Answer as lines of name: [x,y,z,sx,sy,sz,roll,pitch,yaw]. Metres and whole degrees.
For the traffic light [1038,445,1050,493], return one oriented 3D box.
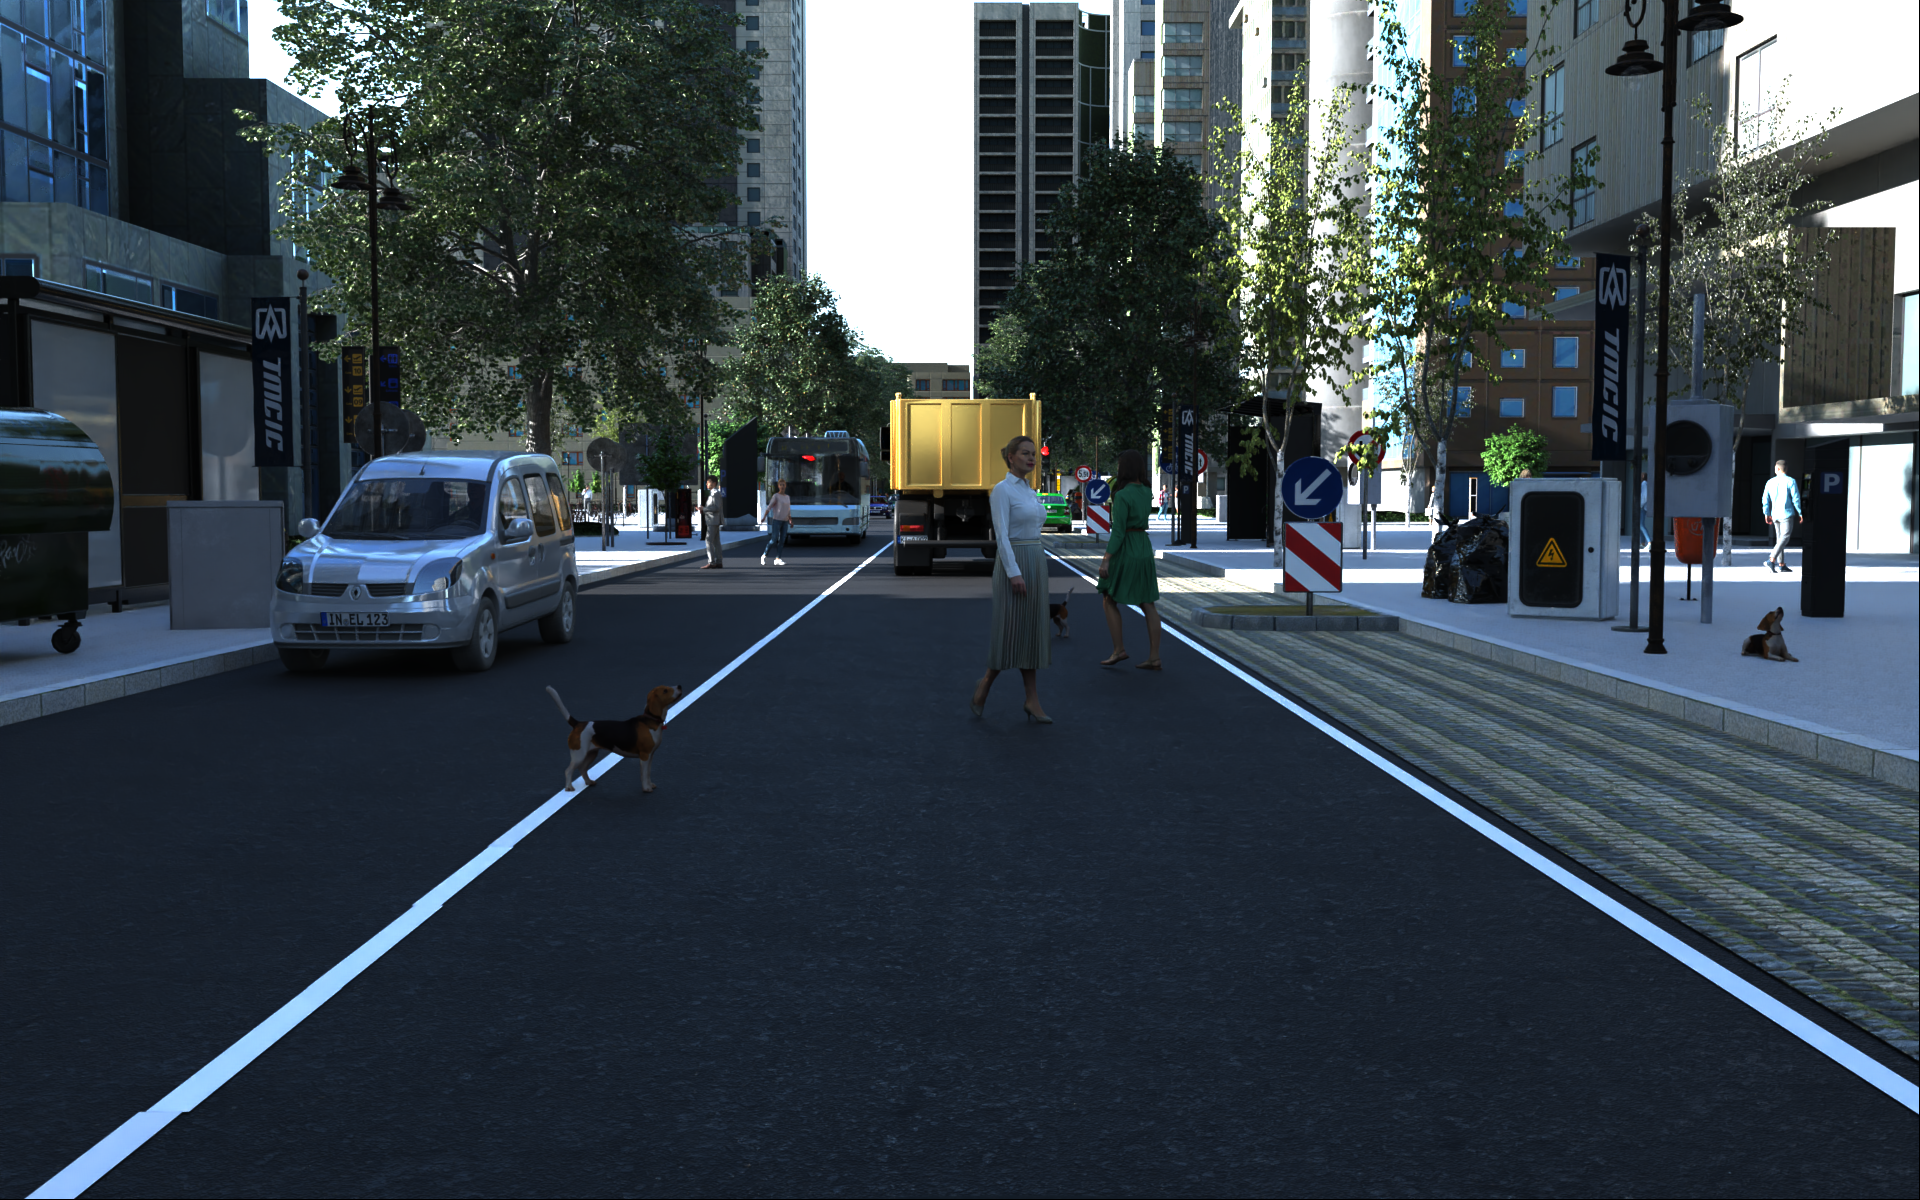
traffic light: [3.361,-4.881,68.725,0.839,4.253,0.868,0,4,0]

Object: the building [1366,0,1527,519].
building: [30.688,-27.141,93.859,14.200,45.320,14.600,0,4,0]

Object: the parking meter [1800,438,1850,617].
parking meter: [9.009,-0.756,18.071,0.399,1.863,0.255,0,4,4]

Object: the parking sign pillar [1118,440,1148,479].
parking sign pillar: [7.724,-5.444,77.483,1.447,3.967,1.447,-2,4,-24]

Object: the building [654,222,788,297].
building: [-26.315,-25.477,188.253,14.160,30.474,14.107,0,4,0]

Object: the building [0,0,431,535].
building: [-33.751,-44.868,46.267,31.000,86.520,22.319,0,4,0]

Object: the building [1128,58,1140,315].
building: [22.901,-29.534,166.475,14.154,41.232,14.086,0,4,0]

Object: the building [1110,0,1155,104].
building: [26.666,-39.459,187.145,21.231,58.520,28.212,0,4,0]

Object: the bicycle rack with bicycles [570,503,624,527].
bicycle rack with bicycles: [-14.592,-3.322,67.704,2.852,0.926,2.925,1,4,23]

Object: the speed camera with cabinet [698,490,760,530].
speed camera with cabinet: [-8.410,-4.171,62.537,2.038,3.252,0.660,1,4,11]

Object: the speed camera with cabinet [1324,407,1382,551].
speed camera with cabinet: [9.071,-2.798,40.086,0.660,3.252,2.038,-1,4,-11]

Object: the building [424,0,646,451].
building: [-49.717,-46.901,205.091,20.611,71.187,20.563,0,4,0]

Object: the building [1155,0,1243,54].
building: [22.713,-28.041,142.058,14.154,41.232,14.086,0,4,0]

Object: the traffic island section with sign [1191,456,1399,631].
traffic island section with sign: [3.580,-0.630,18.925,1.989,1.847,2.006,0,4,0]

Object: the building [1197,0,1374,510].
building: [31.913,-25.887,115.132,32.217,40.220,23.993,0,4,0]

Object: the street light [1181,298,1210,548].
street light: [5.523,-4.157,40.759,0.468,5.910,1.993,0,4,0]

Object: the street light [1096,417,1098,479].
street light: [5.364,-5.806,67.721,0.468,5.910,1.993,0,4,0]

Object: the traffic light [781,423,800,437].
traffic light: [-6.700,-4.878,68.674,0.839,4.253,0.868,0,4,0]

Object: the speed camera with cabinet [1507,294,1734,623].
speed camera with cabinet: [6.644,-1.415,17.477,2.038,3.252,0.660,3,4,37]

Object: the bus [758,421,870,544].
bus: [-4.141,-3.520,52.410,2.948,3.499,13.247,0,4,-2]

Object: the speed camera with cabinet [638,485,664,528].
speed camera with cabinet: [-11.842,-4.411,66.464,0.660,3.252,2.038,0,4,3]

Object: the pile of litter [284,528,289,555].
pile of litter: [-10.325,-0.699,25.390,1.176,0.858,1.719,0,4,8]

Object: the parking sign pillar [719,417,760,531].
parking sign pillar: [-7.667,-4.376,60.023,1.447,3.967,1.447,-3,5,-42]

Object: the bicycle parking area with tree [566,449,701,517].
bicycle parking area with tree: [-19.720,-7.497,109.571,9.016,4.147,8.231,-3,5,-45]

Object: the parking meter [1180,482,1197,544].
parking meter: [5.928,-2.397,44.898,0.255,1.863,0.399,-3,5,-41]

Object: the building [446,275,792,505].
building: [-31.287,-19.651,166.327,27.650,21.520,28.899,0,4,0]

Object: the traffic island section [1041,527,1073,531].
traffic island section: [3.401,-2.848,68.839,2.009,0.180,2.903,0,4,0]

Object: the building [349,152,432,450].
building: [-67.682,-32.143,209.126,14.086,41.232,14.154,0,4,0]

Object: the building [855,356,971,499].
building: [-12.996,-25.363,259.729,28.899,21.520,27.650,0,4,0]

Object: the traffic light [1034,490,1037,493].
traffic light: [3.333,-5.369,76.710,0.839,4.253,0.868,0,4,0]

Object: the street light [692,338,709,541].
street light: [-7.097,-4.581,47.682,0.468,5.910,1.993,0,4,0]

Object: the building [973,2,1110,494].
building: [12.219,-49.998,255.725,20.611,71.187,20.563,0,4,0]

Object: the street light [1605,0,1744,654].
street light: [5.612,-2.508,13.797,0.468,5.910,1.993,0,4,0]

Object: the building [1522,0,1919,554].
building: [30.942,-27.567,39.967,28.713,52.752,27.495,0,4,0]

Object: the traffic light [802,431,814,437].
traffic light: [-6.728,-5.366,76.659,0.839,4.253,0.868,0,4,0]

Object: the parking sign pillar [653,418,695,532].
parking sign pillar: [-9.816,-4.332,59.300,1.447,3.967,1.447,0,4,-5]

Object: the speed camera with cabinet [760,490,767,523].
speed camera with cabinet: [-9.111,-5.097,77.666,2.038,3.252,0.660,-2,4,-30]

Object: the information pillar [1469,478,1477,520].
information pillar: [23.180,-4.511,78.245,0.304,2.012,0.304,1,4,10]

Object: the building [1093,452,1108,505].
building: [23.035,-26.794,209.779,14.160,30.474,14.107,0,4,0]

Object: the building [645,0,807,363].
building: [-29.107,-46.907,205.178,20.611,71.187,20.563,0,4,0]

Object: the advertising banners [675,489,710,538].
advertising banners: [-7.992,-3.302,50.170,2.074,3.025,0.090,-2,4,-24]
